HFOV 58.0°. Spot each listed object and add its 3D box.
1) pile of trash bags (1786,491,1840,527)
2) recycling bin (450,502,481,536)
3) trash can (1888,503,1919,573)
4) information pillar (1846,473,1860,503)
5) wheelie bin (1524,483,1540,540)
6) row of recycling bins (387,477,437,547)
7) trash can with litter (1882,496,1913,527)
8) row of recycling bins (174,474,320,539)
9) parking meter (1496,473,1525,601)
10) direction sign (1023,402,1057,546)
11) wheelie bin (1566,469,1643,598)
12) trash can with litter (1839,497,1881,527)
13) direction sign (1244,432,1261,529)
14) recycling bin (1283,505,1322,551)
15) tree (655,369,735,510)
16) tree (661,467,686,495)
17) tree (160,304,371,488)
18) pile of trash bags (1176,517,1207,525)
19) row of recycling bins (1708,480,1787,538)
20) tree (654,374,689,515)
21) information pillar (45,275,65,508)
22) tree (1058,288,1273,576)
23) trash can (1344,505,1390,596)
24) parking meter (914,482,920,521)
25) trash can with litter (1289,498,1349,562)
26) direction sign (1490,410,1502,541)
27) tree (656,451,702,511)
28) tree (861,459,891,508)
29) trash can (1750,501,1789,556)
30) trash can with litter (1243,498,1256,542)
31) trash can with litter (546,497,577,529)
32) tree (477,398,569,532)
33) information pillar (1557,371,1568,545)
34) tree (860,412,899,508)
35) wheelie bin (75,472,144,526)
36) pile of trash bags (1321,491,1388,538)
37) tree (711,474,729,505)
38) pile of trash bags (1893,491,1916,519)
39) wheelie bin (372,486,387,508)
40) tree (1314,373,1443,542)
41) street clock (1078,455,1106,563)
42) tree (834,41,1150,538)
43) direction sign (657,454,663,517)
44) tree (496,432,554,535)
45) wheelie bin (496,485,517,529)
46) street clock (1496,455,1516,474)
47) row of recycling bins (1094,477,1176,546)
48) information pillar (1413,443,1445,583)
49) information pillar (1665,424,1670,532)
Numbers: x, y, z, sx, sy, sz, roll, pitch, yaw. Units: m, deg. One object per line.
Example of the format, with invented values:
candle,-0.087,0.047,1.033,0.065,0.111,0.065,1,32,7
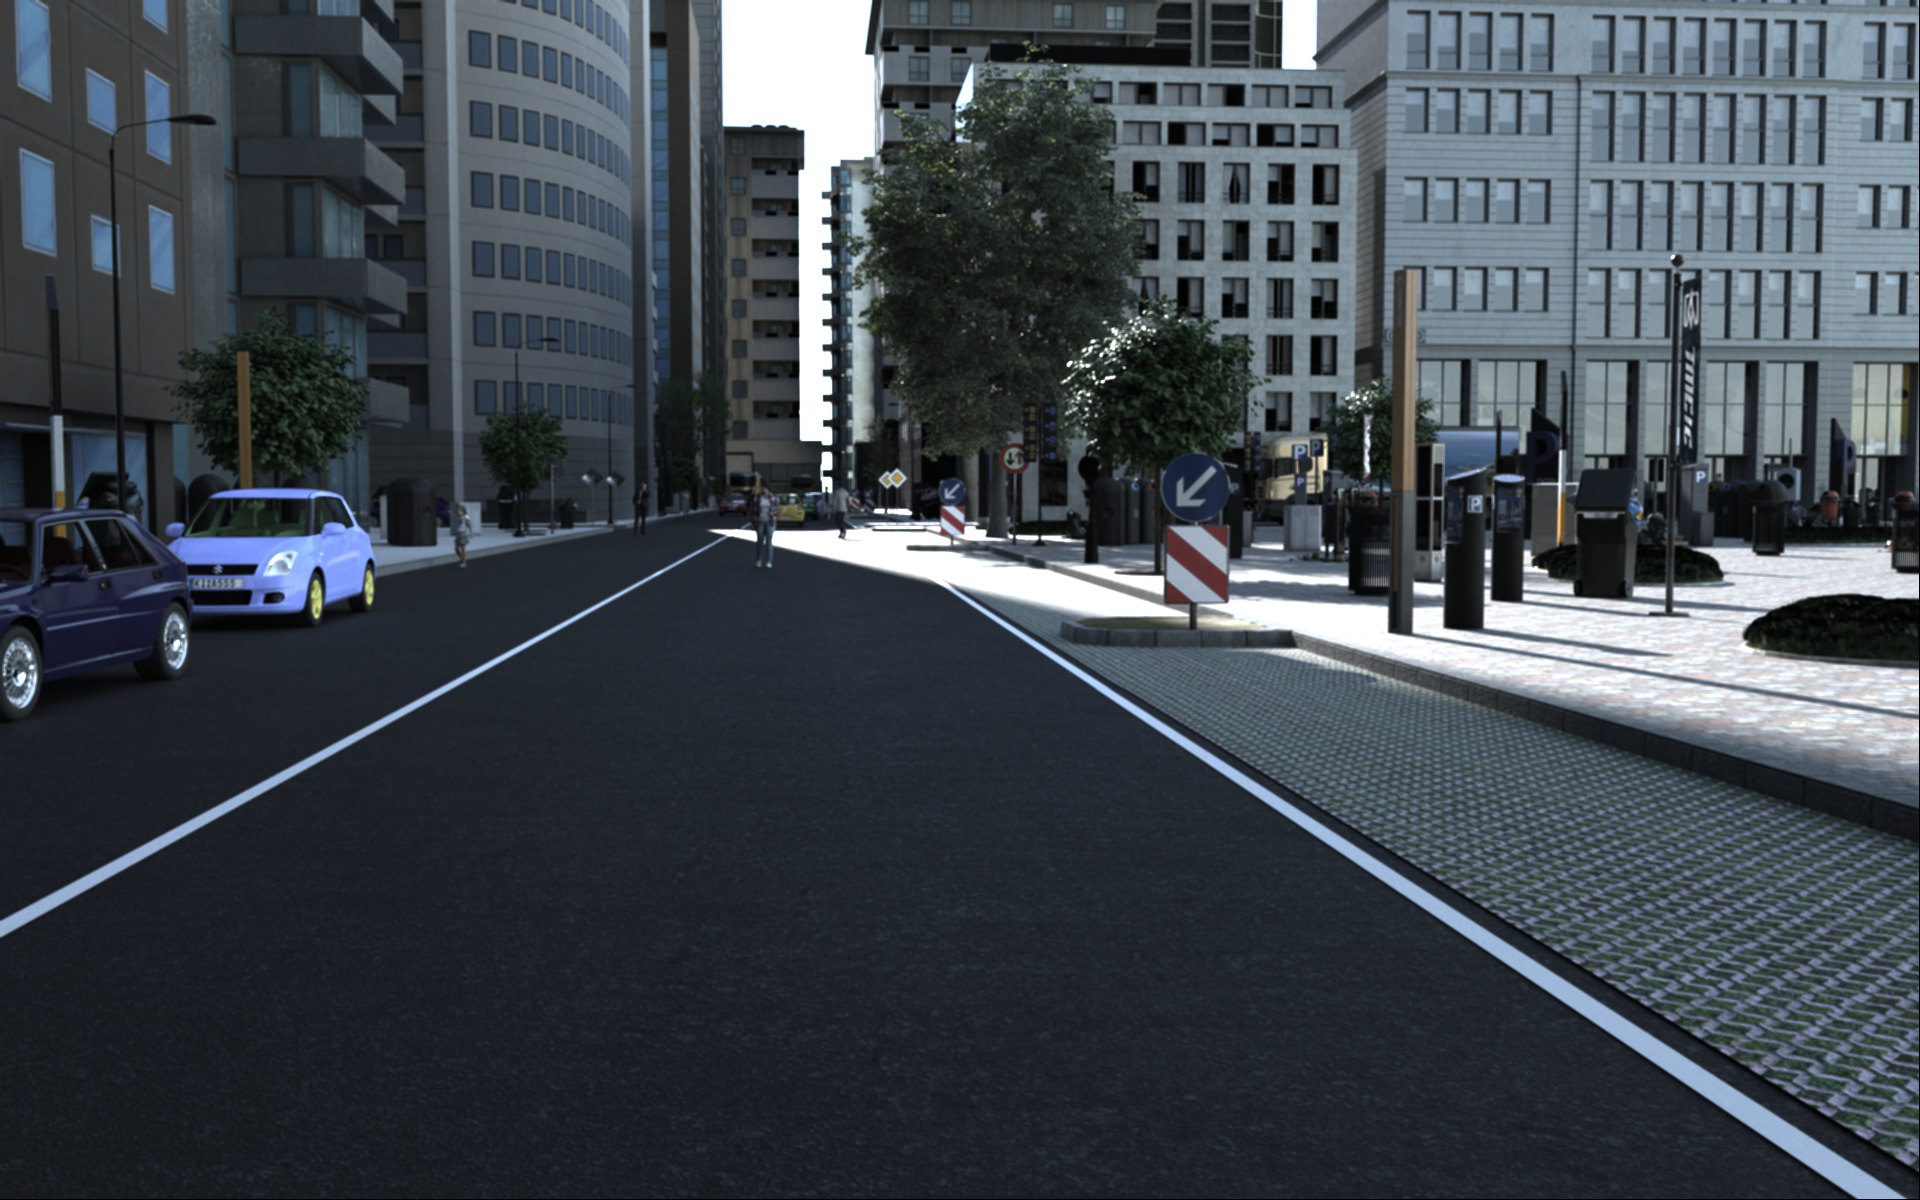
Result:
pile of trash bags,27.735,-2.872,56.705,1.912,1.369,3.447,0,4,-3
recycling bin,-15.244,-2.497,53.388,0.722,1.027,0.722,-3,5,-41
trash can,15.513,-1.011,28.186,0.748,1.137,0.748,0,3,0
information pillar,30.935,-3.397,60.038,0.304,2.012,0.304,-3,4,-37
wheelie bin,16.226,-2.516,49.052,0.980,1.594,0.693,-3,4,-36
row of recycling bins,-13.916,-2.241,43.750,1.069,1.692,3.534,-2,4,-24
trash can with litter,35.432,-3.317,65.283,2.233,1.210,1.678,-2,4,-25
row of recycling bins,-15.104,-1.769,36.039,3.534,1.692,1.069,0,4,-5
parking meter,6.586,-0.759,20.826,0.372,1.533,0.369,0,3,0
direction sign,1.972,-3.102,42.719,0.876,3.537,0.379,-1,4,-20
wheelie bin,8.060,-0.840,21.640,0.980,1.594,0.693,3,4,36
trash can with litter,29.575,-2.796,57.098,1.055,1.170,0.624,0,4,-5
direction sign,10.623,-4.344,63.021,0.876,3.537,0.379,-3,5,-40
recycling bin,7.753,-1.632,39.236,0.722,1.027,0.722,0,4,-1
tree,-22.273,-13.327,143.651,9.928,11.665,9.643,0,3,0
tree,-20.038,-7.746,121.252,1.663,3.219,1.824,0,3,0
tree,-11.976,-2.834,30.058,4.285,4.588,4.351,0,3,0
pile of trash bags,5.962,-2.481,50.309,3.447,1.369,1.912,0,4,-3
row of recycling bins,23.133,-2.690,51.100,1.069,1.692,3.534,0,4,-8
tree,-18.760,-9.567,106.777,4.360,8.622,3.978,0,3,0
information pillar,-9.612,-1.656,18.432,0.183,3.616,0.504,-2,4,-32
tree,3.272,-2.695,27.777,4.285,4.588,4.351,0,3,0
trash can,5.250,-0.633,22.003,0.748,1.137,0.748,0,3,0
parking meter,-2.055,-4.721,82.901,0.255,1.863,0.399,1,4,9
trash can with litter,7.153,-1.370,33.451,1.678,1.210,2.233,0,4,-6
direction sign,14.618,-3.368,47.057,0.379,3.537,0.876,1,4,11
tree,-21.114,-8.955,130.122,4.285,4.588,4.351,0,3,0
tree,-7.859,-10.966,163.002,4.285,4.588,4.351,0,3,0
trash can,16.876,-1.498,36.138,0.748,1.137,0.748,0,3,0
trash can with litter,7.511,-2.111,45.907,0.624,1.170,1.055,1,4,15
trash can with litter,-14.598,-3.183,63.434,1.055,1.170,0.624,-3,4,-36
tree,-14.888,-4.623,59.306,4.285,4.588,4.351,0,3,0
information pillar,11.382,-2.530,32.720,0.183,3.616,0.504,1,4,14
tree,-7.130,-12.551,155.579,4.360,8.622,3.978,0,3,0
wheelie bin,-12.168,-1.039,24.891,0.693,1.594,0.980,1,4,22
pile of trash bags,12.131,-2.616,52.518,1.912,1.369,3.447,2,4,25
tree,-23.576,-10.716,169.806,1.663,3.219,1.824,0,3,0
pile of trash bags,53.024,-5.419,98.361,1.912,1.369,3.447,1,4,13
wheelie bin,-24.024,-3.928,72.133,0.980,1.594,0.693,3,4,39
tree,11.372,-3.878,47.117,4.285,4.588,4.351,0,3,0
street clock,2.449,-1.690,32.199,0.471,2.002,0.358,3,4,37
tree,1.094,-8.807,50.654,9.857,13.997,8.962,0,3,0
direction sign,-16.981,-6.481,97.965,0.379,3.537,0.876,0,4,-1
tree,-13.624,-3.634,54.017,1.663,3.219,1.824,0,3,0
wheelie bin,-16.491,-3.386,63.262,0.980,1.594,0.693,1,4,9
street clock,10.020,-1.667,31.828,0.358,2.002,0.471,0,4,0
row of recycling bins,4.413,-2.272,44.263,1.069,1.692,3.534,2,4,35
information pillar,6.836,-1.270,25.252,0.304,2.012,0.304,-3,5,-41
information pillar,23.879,-4.084,58.132,0.183,3.616,0.504,0,4,2
